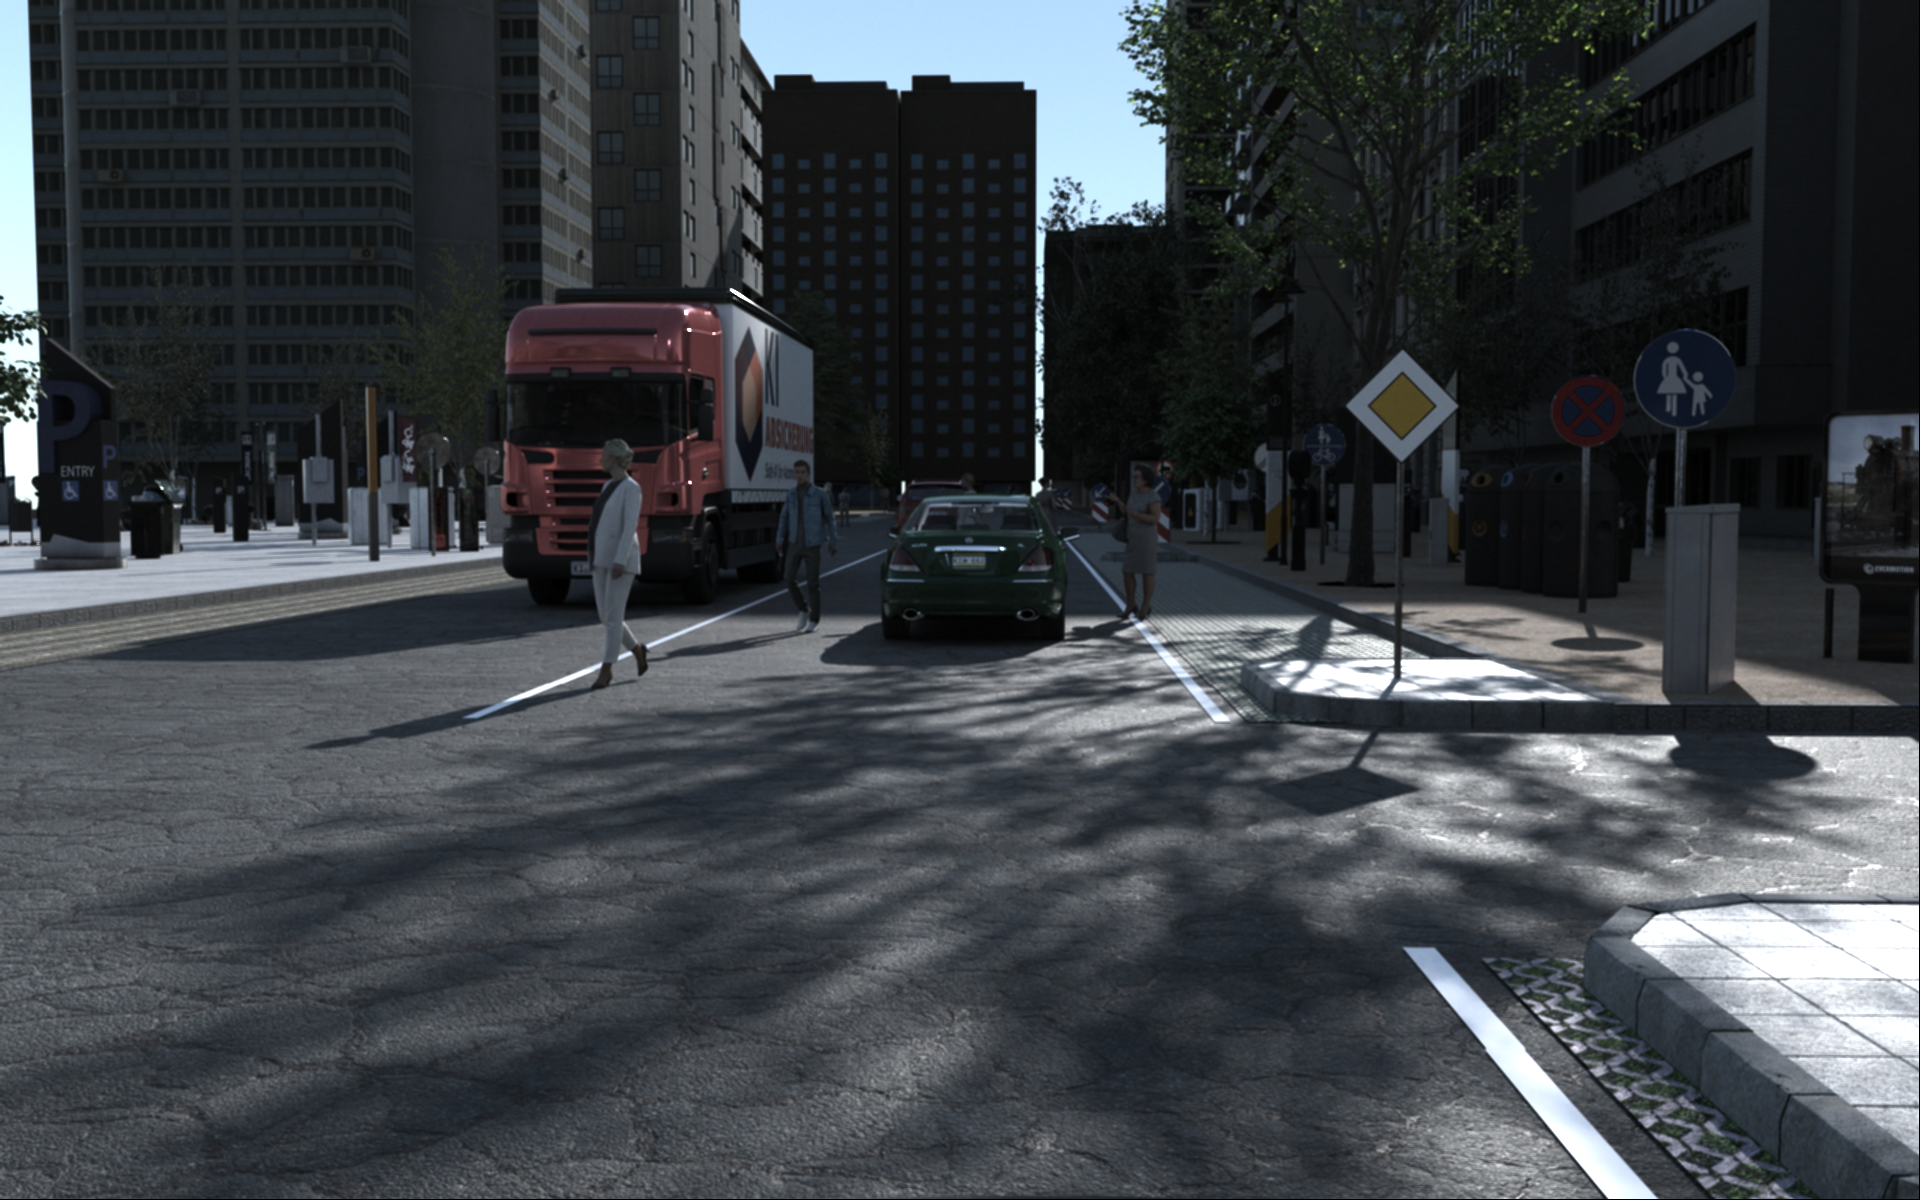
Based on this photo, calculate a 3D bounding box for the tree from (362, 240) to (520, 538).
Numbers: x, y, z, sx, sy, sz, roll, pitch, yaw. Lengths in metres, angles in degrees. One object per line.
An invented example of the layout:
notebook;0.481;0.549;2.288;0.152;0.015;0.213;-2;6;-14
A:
tree;-14.609;-6.088;49.909;4.737;8.622;4.395;0;3;0

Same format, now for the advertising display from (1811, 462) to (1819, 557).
advertising display;17.618;-1.852;35.502;0.123;1.923;0.974;3;4;36

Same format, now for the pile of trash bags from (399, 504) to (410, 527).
pile of trash bags;-22.920;-3.574;68.180;1.912;1.369;3.447;-2;4;-31

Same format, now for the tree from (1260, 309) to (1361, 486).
tree;14.076;-7.266;69.158;4.360;8.622;3.978;0;3;0

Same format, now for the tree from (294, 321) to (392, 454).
tree;-26.613;-7.586;74.390;4.360;8.622;3.978;0;3;0

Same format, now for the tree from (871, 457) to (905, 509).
tree;-6.523;-10.400;153.747;4.285;4.588;4.351;0;3;0

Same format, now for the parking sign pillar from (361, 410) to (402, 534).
parking sign pillar;-18.628;-4.092;55.377;1.447;3.967;1.447;2;4;31

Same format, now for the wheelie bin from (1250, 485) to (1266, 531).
wheelie bin;10.537;-3.209;60.369;0.980;1.594;0.693;-2;4;-32

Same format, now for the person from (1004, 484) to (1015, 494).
person;1.835;-3.185;60.814;0.529;1.795;0.600;-1;4;-11

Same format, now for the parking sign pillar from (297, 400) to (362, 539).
parking sign pillar;-18.284;-3.745;49.706;1.447;3.967;1.447;0;4;4

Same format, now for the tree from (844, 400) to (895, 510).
tree;-7.035;-11.308;135.244;4.360;8.622;3.978;0;3;0

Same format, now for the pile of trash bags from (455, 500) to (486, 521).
pile of trash bags;-22.695;-4.450;82.511;1.912;1.369;3.447;-3;4;-37

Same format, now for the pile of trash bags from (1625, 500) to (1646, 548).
pile of trash bags;15.095;-1.988;42.261;1.912;1.369;3.447;-2;4;-24

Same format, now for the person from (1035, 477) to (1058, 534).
person;1.803;-1.605;35.075;0.599;1.781;0.374;2;4;28

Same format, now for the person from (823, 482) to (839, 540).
person;-4.157;-2.802;54.495;0.537;1.800;0.526;3;4;37

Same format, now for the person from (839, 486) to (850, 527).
person;-5.046;-4.103;75.762;0.511;1.800;0.466;-1;4;-17

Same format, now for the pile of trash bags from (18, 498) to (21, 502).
pile of trash bags;-48.553;-4.753;87.462;1.912;1.369;3.447;0;4;-3

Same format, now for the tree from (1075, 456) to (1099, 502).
tree;10.691;-9.328;136.221;4.285;4.588;4.351;0;3;0

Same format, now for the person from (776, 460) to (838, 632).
person;-1.595;-0.562;18.039;0.601;1.785;0.444;1;4;21

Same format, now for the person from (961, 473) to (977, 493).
person;0.151;-1.228;28.925;0.624;1.780;0.694;3;5;39

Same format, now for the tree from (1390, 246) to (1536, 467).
tree;14.918;-6.209;51.880;4.737;8.622;4.395;0;3;0

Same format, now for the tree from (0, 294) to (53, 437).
tree;-11.972;-2.156;18.967;4.285;4.588;4.351;0;3;0

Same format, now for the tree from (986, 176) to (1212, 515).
tree;8.375;-15.190;104.238;12.611;20.169;13.585;0;3;0

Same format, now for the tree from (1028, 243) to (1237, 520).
tree;7.795;-9.929;79.340;9.611;12.733;9.660;0;3;0

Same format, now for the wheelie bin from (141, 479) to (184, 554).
wheelie bin;-17.072;-1.782;37.041;0.693;1.594;0.980;0;4;-4

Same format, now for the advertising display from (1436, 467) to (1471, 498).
advertising display;11.804;-2.218;41.475;0.974;1.923;0.123;-2;4;-26

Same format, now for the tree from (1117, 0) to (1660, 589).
tree;5.722;-5.989;23.680;9.928;11.665;9.643;0;3;0

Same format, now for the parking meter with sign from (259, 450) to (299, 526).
parking meter with sign;-27.081;-4.476;69.440;1.738;3.016;0.543;-1;4;-12

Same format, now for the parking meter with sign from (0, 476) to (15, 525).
parking meter with sign;-39.365;-4.594;71.371;1.738;3.016;0.543;1;4;16

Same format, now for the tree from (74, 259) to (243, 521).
tree;-24.717;-6.319;53.685;4.360;8.622;3.978;0;3;0

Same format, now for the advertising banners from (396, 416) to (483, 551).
advertising banners;-11.709;-2.614;38.926;2.074;3.025;0.090;1;4;13

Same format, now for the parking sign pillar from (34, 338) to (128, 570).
parking sign pillar;-15.165;-2.526;29.771;1.447;3.967;1.447;1;4;15

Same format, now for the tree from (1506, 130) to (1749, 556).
tree;14.188;-5.222;35.741;4.360;8.622;3.978;0;3;0

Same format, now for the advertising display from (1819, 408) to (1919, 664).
advertising display;7.079;-0.488;13.192;0.123;1.923;0.974;-3;5;-43

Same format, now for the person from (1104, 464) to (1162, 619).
person;1.966;-0.680;19.970;0.532;1.782;0.716;-3;4;-36

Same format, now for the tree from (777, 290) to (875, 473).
tree;-8.601;-10.889;96.159;7.486;12.596;7.792;0;3;0

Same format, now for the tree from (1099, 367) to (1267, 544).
tree;6.536;-3.753;45.082;4.285;4.588;4.351;0;3;0

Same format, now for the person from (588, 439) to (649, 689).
person;-2.541;-0.284;13.021;0.514;1.842;0.818;2;4;29

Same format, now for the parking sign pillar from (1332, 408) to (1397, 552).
parking sign pillar;9.126;-3.085;38.920;1.447;3.967;1.447;1;4;20

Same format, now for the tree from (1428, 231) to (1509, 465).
tree;14.845;-5.900;46.825;4.360;8.622;3.978;0;3;0

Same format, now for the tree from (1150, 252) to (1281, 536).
tree;7.644;-6.277;52.993;4.737;8.622;4.395;0;3;0
